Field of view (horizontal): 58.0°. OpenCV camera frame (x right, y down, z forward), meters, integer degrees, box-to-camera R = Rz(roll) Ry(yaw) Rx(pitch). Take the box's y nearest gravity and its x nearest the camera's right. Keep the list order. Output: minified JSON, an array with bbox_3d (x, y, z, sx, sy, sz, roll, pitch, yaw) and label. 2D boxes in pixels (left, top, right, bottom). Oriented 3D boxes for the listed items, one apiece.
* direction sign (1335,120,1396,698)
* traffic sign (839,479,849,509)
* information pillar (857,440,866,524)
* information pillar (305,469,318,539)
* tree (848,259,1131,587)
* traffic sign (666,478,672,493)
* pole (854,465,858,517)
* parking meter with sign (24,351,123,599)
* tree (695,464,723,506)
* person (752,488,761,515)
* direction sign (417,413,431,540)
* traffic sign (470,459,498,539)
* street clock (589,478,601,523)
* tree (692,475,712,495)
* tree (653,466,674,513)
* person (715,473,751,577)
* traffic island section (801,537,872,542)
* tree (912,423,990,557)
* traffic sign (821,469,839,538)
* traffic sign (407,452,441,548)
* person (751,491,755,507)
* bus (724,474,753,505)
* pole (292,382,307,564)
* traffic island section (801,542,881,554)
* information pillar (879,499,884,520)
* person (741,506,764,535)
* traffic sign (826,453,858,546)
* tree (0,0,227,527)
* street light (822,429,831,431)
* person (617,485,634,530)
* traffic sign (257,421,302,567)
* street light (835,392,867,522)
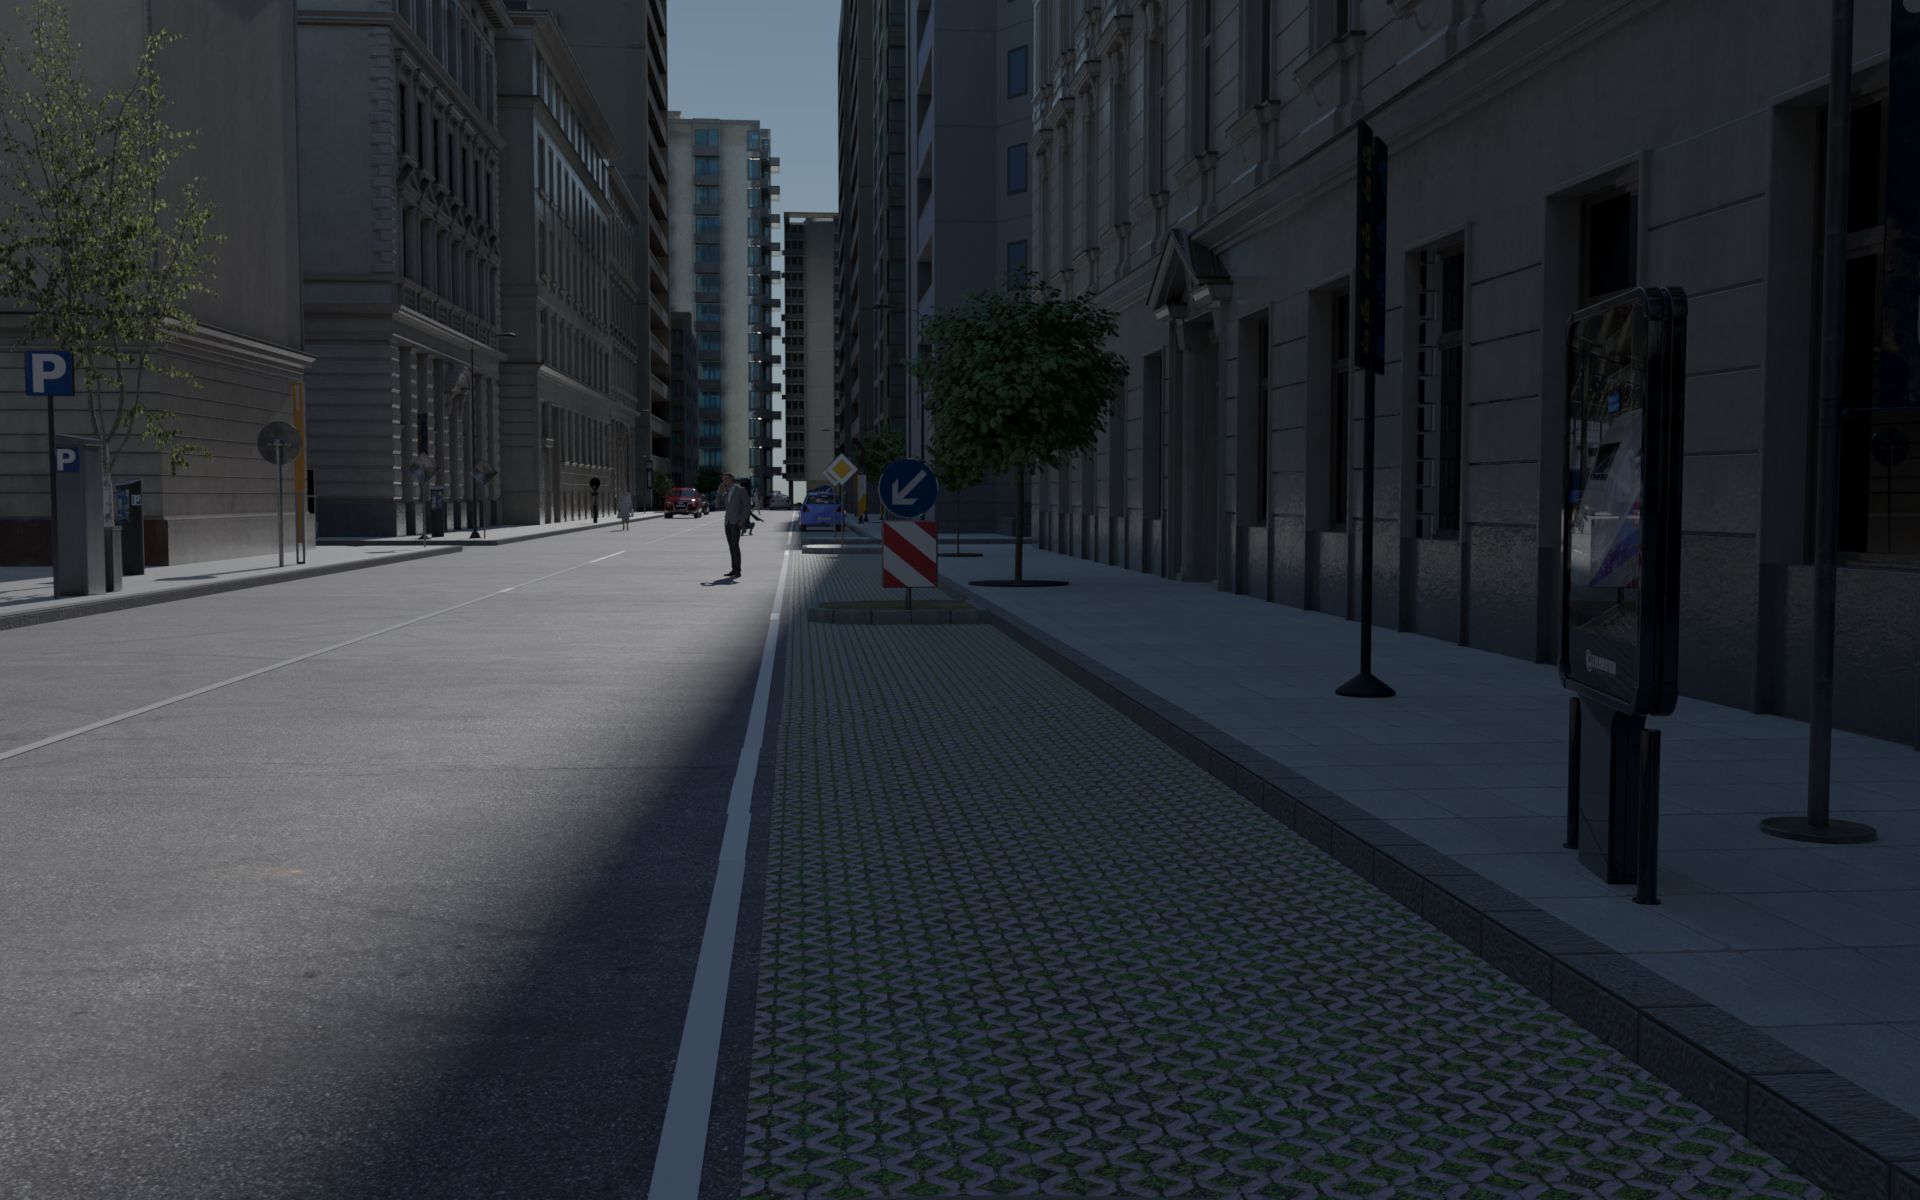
[{"bbox_3d":[2.593,-1.161,10.973,0.379,3.537,0.876,2,4,23],"label":"direction sign"},{"bbox_3d":[-7.281,-6.578,107.660,0.768,2.556,0.104,0,4,3],"label":"traffic sign"},{"bbox_3d":[-4.251,-5.108,74.871,0.183,3.616,0.504,-3,5,-40],"label":"information pillar"},{"bbox_3d":[-18.725,-2.781,49.969,0.304,2.012,0.304,-1,4,-12],"label":"information pillar"},{"bbox_3d":[0.762,-2.487,24.375,4.285,4.588,4.351,0,3,0],"label":"tree"},{"bbox_3d":[-20.288,-7.260,119.891,0.795,2.450,0.064,0,4,-5],"label":"traffic sign"},{"bbox_3d":[-5.835,-6.331,97.357,0.158,3.312,0.155,0,3,0],"label":"pole"},{"bbox_3d":[-11.181,-1.573,21.979,0.543,3.016,1.738,0,4,-7],"label":"parking meter with sign"},{"bbox_3d":[-27.047,-12.465,187.519,4.285,4.588,4.351,0,3,0],"label":"tree"},{"bbox_3d":[-13.892,-6.703,117.967,0.818,1.842,0.514,1,4,9],"label":"person"},{"bbox_3d":[-15.130,-3.475,48.821,0.379,3.537,0.876,-2,4,-33],"label":"direction sign"},{"bbox_3d":[-13.587,-2.802,49.460,0.795,2.450,0.064,0,4,-5],"label":"traffic sign"},{"bbox_3d":[-16.074,-4.387,76.291,0.471,2.002,0.358,-1,4,-16],"label":"street clock"},{"bbox_3d":[-26.725,-11.376,180.592,1.663,3.219,1.824,0,3,0],"label":"tree"},{"bbox_3d":[-20.355,-7.580,118.532,1.663,3.219,1.824,0,3,0],"label":"tree"},{"bbox_3d":[-3.953,-1.313,30.142,0.473,1.802,0.592,-3,4,-39],"label":"person"},{"bbox_3d":[-3.611,-1.723,50.447,2.009,0.180,2.903,0,4,-5],"label":"traffic island section"},{"bbox_3d":[-0.169,-2.506,35.582,1.663,3.219,1.824,0,3,0],"label":"tree"},{"bbox_3d":[-3.634,-2.858,50.368,0.795,2.450,0.064,0,4,-5],"label":"traffic sign"},{"bbox_3d":[-12.842,-2.316,41.509,0.795,2.450,0.064,0,4,-5],"label":"traffic sign"},{"bbox_3d":[-23.400,-11.477,196.143,0.705,1.824,1.348,1,4,21],"label":"person"},{"bbox_3d":[-23.242,-11.439,181.893,2.948,3.499,13.247,0,4,-7],"label":"bus"},{"bbox_3d":[-12.086,-2.315,31.700,0.158,3.312,0.155,0,3,0],"label":"pole"},{"bbox_3d":[-2.866,-1.236,42.497,2.009,0.180,2.903,0,4,-5],"label":"traffic island section"},{"bbox_3d":[-3.842,-5.755,85.448,0.183,3.616,0.504,1,4,13],"label":"information pillar"},{"bbox_3d":[-7.376,-2.861,60.783,1.012,1.151,0.738,-1,4,-20],"label":"person"},{"bbox_3d":[-2.889,-2.372,42.418,0.795,2.450,0.064,0,4,-5],"label":"traffic sign"},{"bbox_3d":[-12.581,-4.580,25.242,4.360,8.622,3.978,0,3,0],"label":"tree"},{"bbox_3d":[-9.186,-9.299,124.578,1.470,5.913,1.316,0,4,-5],"label":"street light"},{"bbox_3d":[-13.291,-3.673,68.913,0.694,1.780,0.624,0,4,1],"label":"person"},{"bbox_3d":[-11.892,-1.846,30.283,0.768,2.556,0.104,0,4,-1],"label":"traffic sign"},{"bbox_3d":[-4.852,-6.531,79.328,1.470,5.913,1.316,0,4,-5],"label":"street light"}]
